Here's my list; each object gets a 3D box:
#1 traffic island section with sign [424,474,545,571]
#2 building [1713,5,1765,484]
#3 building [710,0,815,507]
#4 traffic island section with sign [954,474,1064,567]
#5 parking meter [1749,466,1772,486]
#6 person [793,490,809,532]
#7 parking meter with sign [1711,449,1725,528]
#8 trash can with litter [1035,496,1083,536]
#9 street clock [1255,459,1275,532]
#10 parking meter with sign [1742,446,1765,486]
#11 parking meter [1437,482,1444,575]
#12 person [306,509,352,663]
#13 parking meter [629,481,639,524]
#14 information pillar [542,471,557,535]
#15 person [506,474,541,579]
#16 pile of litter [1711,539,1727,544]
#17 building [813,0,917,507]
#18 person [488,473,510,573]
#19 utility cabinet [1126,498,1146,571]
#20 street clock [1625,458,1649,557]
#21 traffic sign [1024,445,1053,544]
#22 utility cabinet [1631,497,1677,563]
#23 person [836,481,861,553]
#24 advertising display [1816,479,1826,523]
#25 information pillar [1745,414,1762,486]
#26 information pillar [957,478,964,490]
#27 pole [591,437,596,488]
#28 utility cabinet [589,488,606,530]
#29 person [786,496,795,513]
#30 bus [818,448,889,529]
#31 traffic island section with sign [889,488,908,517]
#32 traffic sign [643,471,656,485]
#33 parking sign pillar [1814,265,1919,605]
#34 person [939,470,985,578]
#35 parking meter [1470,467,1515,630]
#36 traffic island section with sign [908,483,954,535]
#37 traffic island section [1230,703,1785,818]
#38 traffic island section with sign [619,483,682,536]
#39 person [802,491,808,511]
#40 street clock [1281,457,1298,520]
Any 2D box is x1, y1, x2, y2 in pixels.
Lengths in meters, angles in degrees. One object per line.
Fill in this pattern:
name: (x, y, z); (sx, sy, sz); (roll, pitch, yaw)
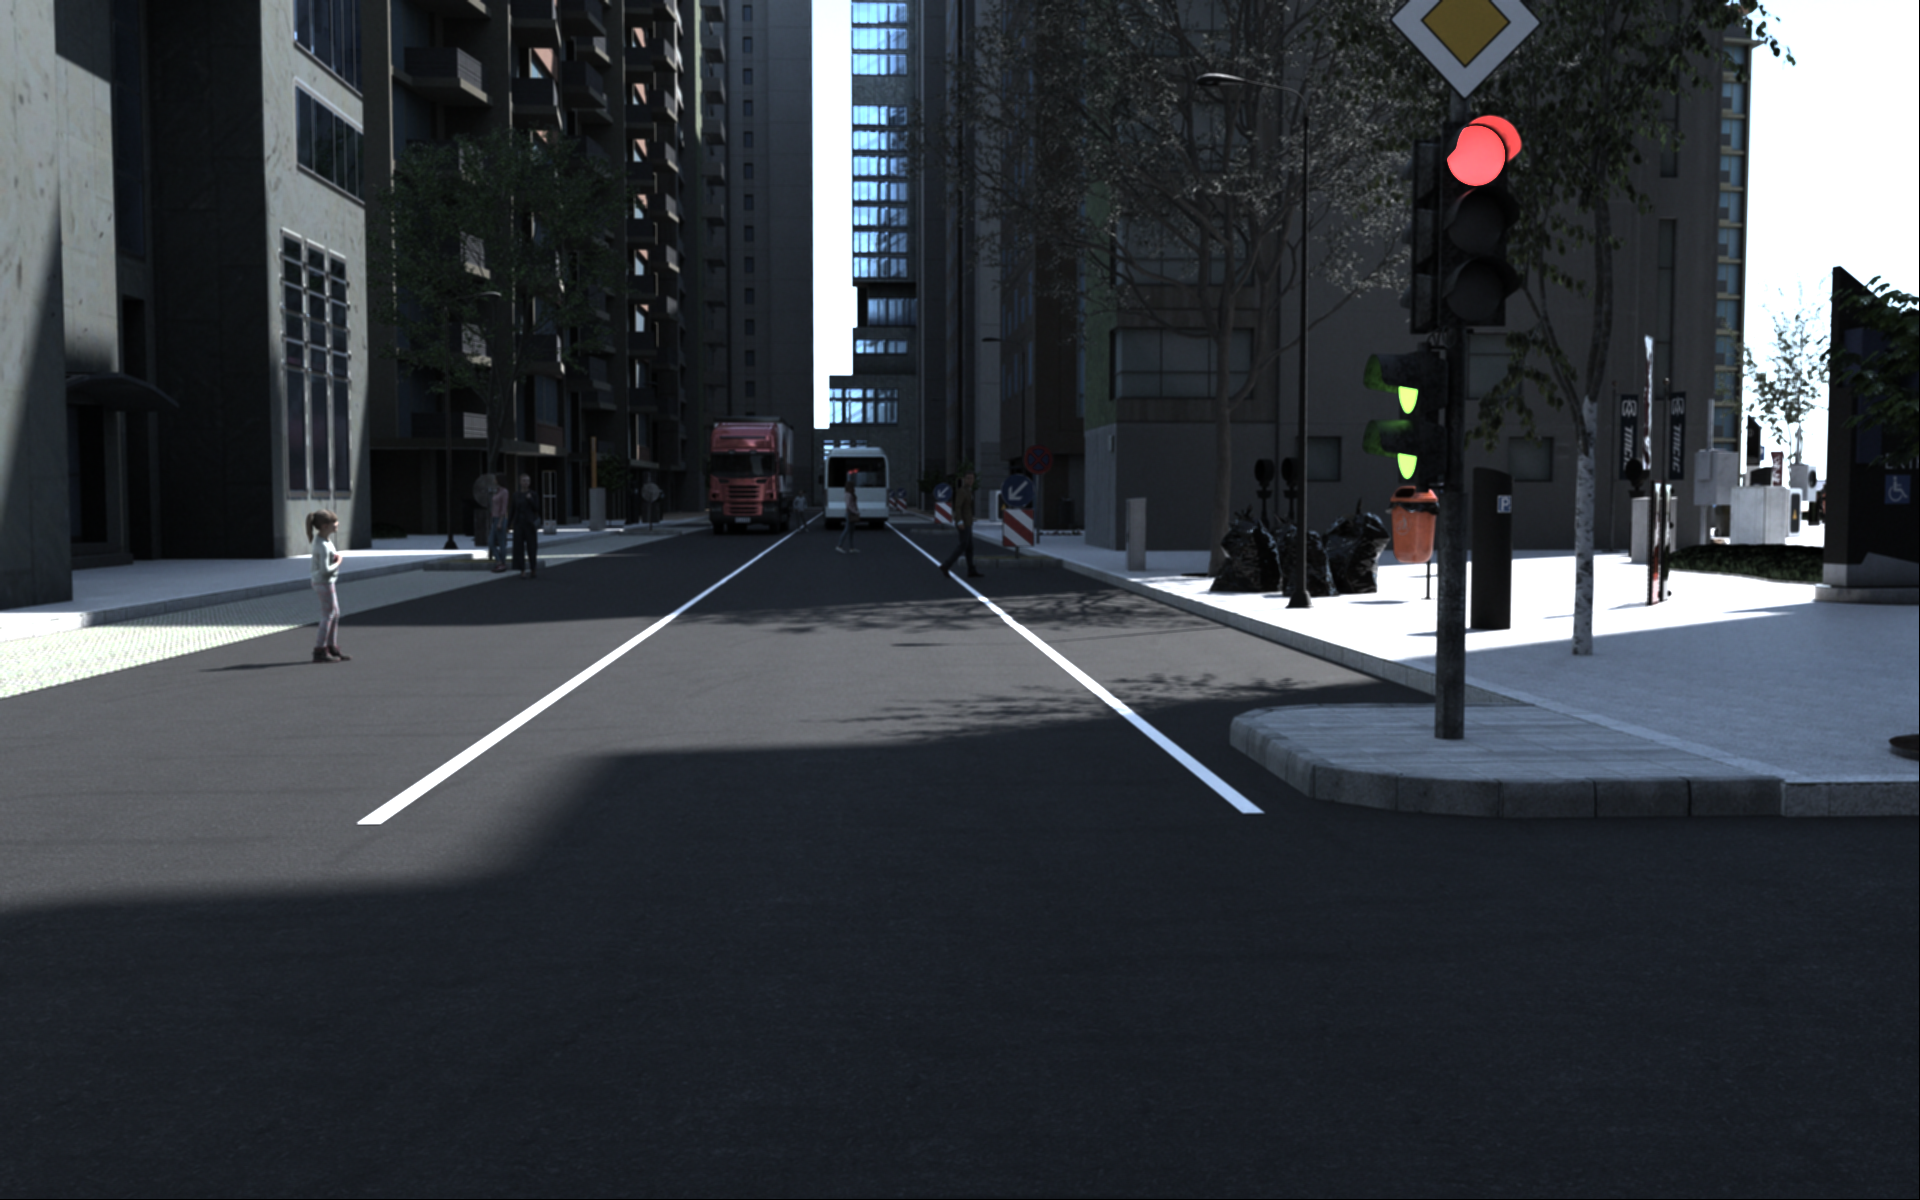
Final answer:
traffic island section with sign: (-9.007, -1.493, 33.039); (1.989, 1.847, 2.006); (0, 4, -4)
building: (53.732, -30.394, 151.560); (28.867, 44.769, 22.147); (0, 4, -4)
building: (-29.064, -38.827, 176.823); (28.212, 58.520, 21.231); (0, 4, -4)
traffic island section with sign: (0.981, -1.599, 34.766); (1.989, 1.847, 2.006); (0, 4, -4)
parking meter: (17.048, -1.909, 36.917); (0.255, 1.863, 0.399); (-2, 4, -27)
person: (-6.060, -3.395, 65.819); (0.589, 1.601, 0.330); (-1, 4, -13)
parking meter with sign: (28.751, -4.261, 65.931); (0.543, 3.016, 1.738); (2, 4, 27)
trash can with litter: (2.913, -2.628, 54.021); (2.233, 1.210, 1.678); (0, 4, 5)
street clock: (6.309, -1.917, 35.917); (0.358, 2.002, 0.471); (-1, 4, -17)
parking meter with sign: (28.869, -4.098, 63.261); (0.543, 3.016, 1.738); (1, 4, 12)
parking meter: (7.756, -1.162, 27.416); (0.372, 1.533, 0.369); (0, 3, 0)
person: (-5.389, -0.123, 14.792); (0.394, 1.301, 0.425); (-3, 5, -39)
parking meter: (-14.125, -4.242, 75.061); (0.255, 1.863, 0.399); (2, 4, 32)
information pillar: (-12.924, -3.060, 54.530); (0.304, 2.012, 0.304); (1, 4, 21)
person: (-7.423, -1.258, 29.494); (0.576, 1.772, 0.534); (-1, 4, -18)
pile of litter: (18.640, -1.810, 43.567); (1.176, 0.858, 1.719); (1, 4, 14)
building: (0.430, -52.965, 178.657); (31.000, 86.520, 22.319); (0, 4, -4)
person: (-8.389, -1.405, 31.488); (0.388, 1.821, 0.555); (-3, 4, -39)
utility cabinet: (2.962, -1.108, 29.275); (0.306, 1.237, 1.020); (0, 4, 3)
street clock: (13.773, -1.877, 35.254); (0.358, 2.002, 0.471); (-1, 4, -22)
traffic sign: (2.017, -2.728, 44.705); (0.768, 2.556, 0.104); (0, 4, -2)
utility cabinet: (12.900, -1.289, 32.237); (0.306, 1.237, 1.020); (-1, 4, -11)
person: (-2.743, -2.031, 42.303); (0.643, 1.750, 0.593); (-1, 4, -12)
advertising display: (38.120, -4.341, 76.186); (0.974, 1.923, 0.123); (1, 4, 23)
information pillar: (23.056, -3.611, 50.389); (0.183, 3.616, 0.504); (-1, 4, -22)
information pillar: (0.011, -4.557, 79.003); (0.304, 2.012, 0.304); (1, 4, 9)
pole: (-13.045, -4.152, 61.728); (0.158, 3.312, 0.155); (0, 3, 0)
utility cabinet: (-12.690, -3.176, 60.602); (0.318, 1.500, 1.173); (0, 4, 2)
person: (-12.870, -7.535, 132.405); (0.721, 1.736, 1.217); (3, 5, 39)
bus: (-4.641, -4.903, 75.031); (2.948, 3.499, 13.247); (0, 4, -5)
traffic island section with sign: (-3.870, -6.244, 110.711); (1.989, 1.847, 2.006); (0, 4, -4)
traffic sign: (-13.935, -4.627, 77.774); (0.606, 2.300, 0.079); (0, 4, 1)
parking sign pillar: (11.003, -1.963, 20.568); (1.447, 3.967, 1.447); (-1, 4, -12)
person: (0.054, -1.306, 29.771); (0.836, 1.842, 0.656); (-1, 4, -17)
parking meter: (5.059, -0.493, 16.476); (0.372, 1.533, 0.369); (0, 3, 0)
traffic island section with sign: (-0.749, -3.247, 61.720); (1.989, 1.847, 2.006); (0, 4, -4)
traffic island section: (2.597, 0.805, 9.117); (2.009, 0.180, 2.903); (0, 4, -4)
traffic island section with sign: (-10.749, -3.160, 60.299); (1.989, 1.847, 2.006); (0, 4, -4)
person: (-13.554, -8.603, 149.952); (1.217, 1.735, 0.721); (3, 4, 39)
street clock: (6.562, -1.818, 34.289); (0.358, 2.002, 0.471); (-1, 4, -18)
